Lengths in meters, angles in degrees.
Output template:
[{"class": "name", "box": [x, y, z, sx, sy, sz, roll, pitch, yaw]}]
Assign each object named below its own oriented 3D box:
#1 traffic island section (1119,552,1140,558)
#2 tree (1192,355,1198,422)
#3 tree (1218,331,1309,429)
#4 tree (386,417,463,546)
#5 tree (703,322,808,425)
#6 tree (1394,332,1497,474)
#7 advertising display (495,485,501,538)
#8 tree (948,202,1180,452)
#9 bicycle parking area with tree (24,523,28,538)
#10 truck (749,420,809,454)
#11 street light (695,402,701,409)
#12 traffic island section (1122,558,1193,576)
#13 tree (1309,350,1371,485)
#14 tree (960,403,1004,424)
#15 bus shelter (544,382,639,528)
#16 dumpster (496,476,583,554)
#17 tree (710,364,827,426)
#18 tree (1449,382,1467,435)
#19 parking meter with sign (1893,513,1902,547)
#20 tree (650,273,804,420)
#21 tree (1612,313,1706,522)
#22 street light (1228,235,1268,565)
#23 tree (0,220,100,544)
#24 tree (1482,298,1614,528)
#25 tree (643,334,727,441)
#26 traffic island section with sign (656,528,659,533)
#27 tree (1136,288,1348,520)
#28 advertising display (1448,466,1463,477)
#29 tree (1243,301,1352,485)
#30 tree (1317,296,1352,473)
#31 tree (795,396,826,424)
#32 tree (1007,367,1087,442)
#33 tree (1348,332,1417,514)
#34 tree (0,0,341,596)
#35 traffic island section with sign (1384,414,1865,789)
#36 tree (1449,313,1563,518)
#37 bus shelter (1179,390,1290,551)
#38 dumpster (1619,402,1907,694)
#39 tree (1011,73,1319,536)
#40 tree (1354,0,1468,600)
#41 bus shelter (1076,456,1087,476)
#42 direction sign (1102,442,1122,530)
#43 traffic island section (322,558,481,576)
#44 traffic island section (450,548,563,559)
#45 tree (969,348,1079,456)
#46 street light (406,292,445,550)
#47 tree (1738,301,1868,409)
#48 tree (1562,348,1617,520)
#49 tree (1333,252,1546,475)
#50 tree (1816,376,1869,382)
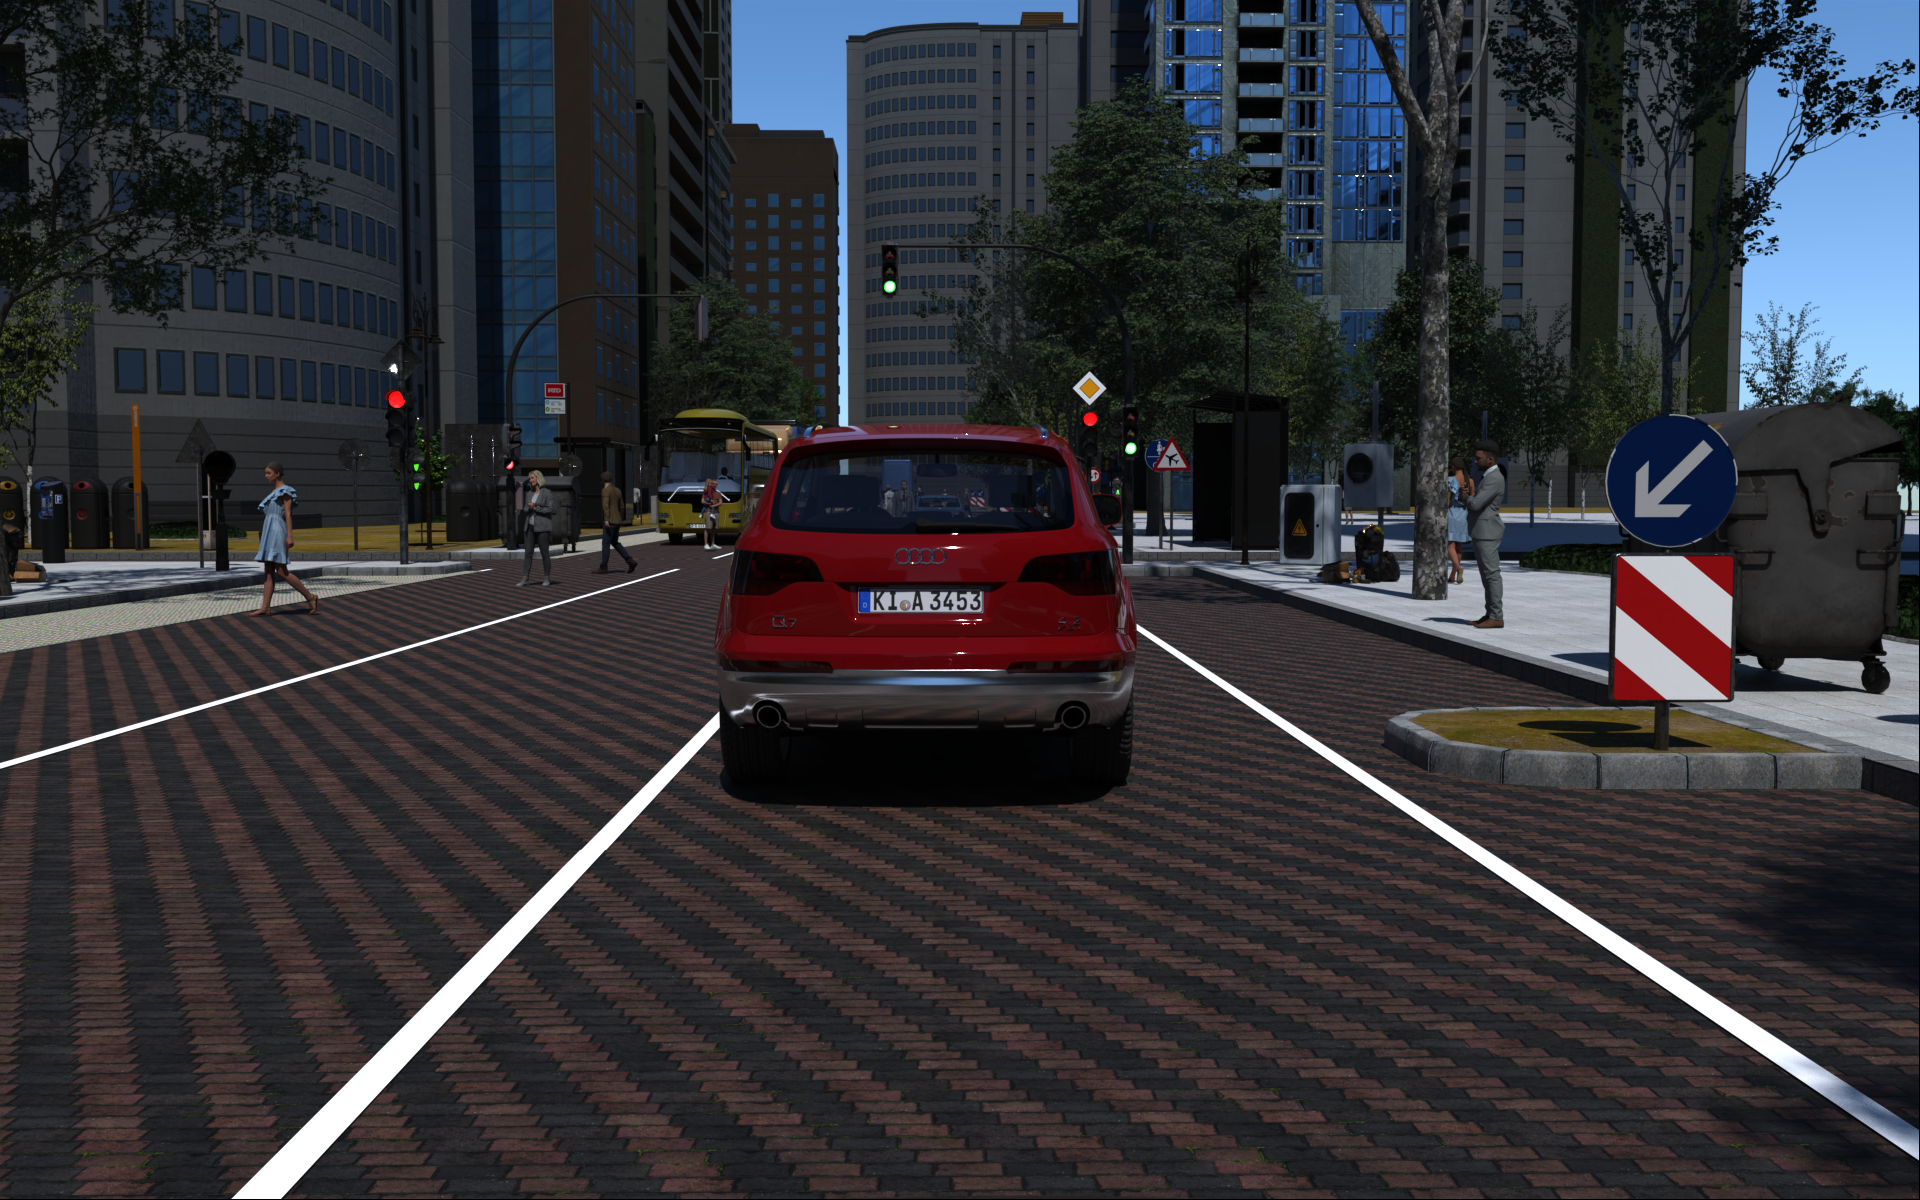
[{"class": "traffic island section", "box": [2.976, -1.069, 39.759, 2.009, 0.180, 2.903, 0, 4, -1]}, {"class": "tree", "box": [17.453, -11.672, 108.959, 7.486, 12.596, 7.792, 0, 3, 0]}, {"class": "tree", "box": [13.147, -7.787, 77.682, 4.360, 8.622, 3.978, 0, 3, 0]}, {"class": "tree", "box": [-13.592, -2.979, 43.316, 1.663, 3.219, 1.824, 0, 3, 0]}, {"class": "tree", "box": [-13.892, -12.030, 114.815, 7.486, 12.596, 7.792, 0, 3, 0]}, {"class": "tree", "box": [28.759, -11.195, 101.163, 7.486, 12.596, 7.792, 0, 3, 0]}, {"class": "advertising display", "box": [-13.504, -2.800, 51.001, 0.974, 1.923, 0.123, -3, 4, -37]}, {"class": "tree", "box": [4.573, -9.937, 72.834, 12.009, 13.543, 11.850, 0, 3, 0]}, {"class": "bicycle parking area with tree", "box": [-31.064, -3.704, 47.566, 8.231, 4.147, 9.016, 1, 4, 18]}, {"class": "truck", "box": [-7.347, -4.809, 67.542, 2.839, 4.237, 11.283, 0, 4, 0]}, {"class": "street light", "box": [-12.898, -6.889, 85.415, 0.468, 5.910, 1.993, 0, 4, -1]}, {"class": "traffic island section", "box": [3.087, -0.581, 31.774, 2.009, 0.180, 2.903, 0, 4, -1]}, {"class": "tree", "box": [19.078, -8.420, 88.034, 4.360, 8.622, 3.978, 0, 3, 0]}, {"class": "tree", "box": [3.279, -15.585, 180.566, 9.928, 11.665, 9.643, 0, 3, 0]}, {"class": "bus shelter", "box": [-13.885, -5.345, 65.029, 2.179, 5.291, 8.768, 0, 4, -1]}, {"class": "dumpster", "box": [-10.151, -2.057, 41.841, 1.865, 1.857, 1.264, 0, 4, 0]}, {"class": "tree", "box": [-14.102, -12.782, 134.743, 9.928, 11.665, 9.643, 0, 3, 0]}, {"class": "tree", "box": [25.806, -8.630, 91.458, 4.737, 8.622, 4.395, 0, 3, 0]}, {"class": "parking meter with sign", "box": [21.499, -2.755, 41.300, 0.543, 3.016, 1.738, -3, 5, -44]}, {"class": "tree", "box": [-13.345, -11.796, 99.524, 9.857, 13.997, 8.962, 0, 3, 0]}, {"class": "tree", "box": [28.348, -7.413, 71.570, 4.737, 8.622, 4.395, 0, 3, 0]}, {"class": "street light", "box": [5.165, -3.574, 31.215, 0.468, 5.910, 1.993, 0, 4, -1]}, {"class": "tree", "box": [-24.260, -5.762, 44.570, 4.737, 8.622, 4.395, 0, 3, 0]}, {"class": "tree", "box": [22.123, -7.072, 65.993, 4.737, 8.622, 4.395, 0, 3, 0]}, {"class": "tree", "box": [-12.955, -7.978, 80.795, 4.360, 8.622, 3.978, 0, 3, 0]}, {"class": "traffic island section with sign", "box": [-10.285, -3.450, 65.041, 1.989, 1.847, 2.006, 0, 4, -1]}, {"class": "tree", "box": [11.864, -9.746, 85.099, 9.928, 11.665, 9.643, 0, 3, 0]}, {"class": "advertising display", "box": [10.928, -2.093, 39.435, 0.974, 1.923, 0.123, 2, 4, 24]}, {"class": "tree", "box": [13.124, -7.095, 66.372, 4.737, 8.622, 4.395, 0, 3, 0]}, {"class": "tree", "box": [16.914, -11.578, 95.951, 9.857, 13.997, 8.962, 0, 3, 0]}, {"class": "tree", "box": [-14.652, -13.561, 156.129, 8.767, 10.594, 7.601, 3, 5, 44]}, {"class": "tree", "box": [4.544, -8.264, 85.475, 4.737, 8.622, 4.395, 0, 3, 0]}, {"class": "tree", "box": [27.427, -11.330, 110.995, 9.928, 11.665, 9.643, 0, 3, 0]}, {"class": "tree", "box": [-12.271, -5.345, 21.810, 8.767, 10.594, 7.601, -2, 4, -33]}, {"class": "traffic island section with sign", "box": [3.404, -0.044, 9.352, 1.989, 1.847, 2.006, 0, 4, -1]}, {"class": "tree", "box": [21.607, -7.375, 70.941, 4.360, 8.622, 3.978, 0, 3, 0]}, {"class": "bus shelter", "box": [6.627, -3.117, 42.245, 1.731, 3.624, 6.357, 0, 4, -1]}, {"class": "dumpster", "box": [5.417, -0.371, 11.818, 1.264, 1.857, 1.865, 0, 4, -1]}, {"class": "tree", "box": [6.056, -8.952, 53.019, 9.857, 13.997, 8.962, 0, 3, 0]}, {"class": "tree", "box": [4.340, -10.100, 21.030, 12.611, 20.169, 13.585, 0, 3, 0]}, {"class": "bus shelter", "box": [5.735, -6.051, 92.859, 2.014, 3.302, 5.546, 0, 4, -1]}, {"class": "direction sign", "box": [5.459, -4.302, 62.339, 0.876, 3.537, 0.379, 3, 5, 42]}, {"class": "traffic island section", "box": [-10.153, -0.570, 31.596, 2.009, 0.180, 2.903, 0, 4, -1]}, {"class": "traffic island section", "box": [-10.264, -1.058, 39.580, 2.009, 0.180, 2.903, 0, 4, -1]}, {"class": "tree", "box": [4.575, -13.074, 130.772, 9.611, 12.733, 9.660, 0, 3, 0]}, {"class": "street light", "box": [-12.244, -4.099, 39.804, 0.468, 5.910, 1.993, 0, 4, -1]}, {"class": "tree", "box": [31.706, -7.064, 65.857, 4.360, 8.622, 3.978, 0, 3, 0]}, {"class": "tree", "box": [31.009, -8.311, 86.245, 4.360, 8.622, 3.978, 0, 3, 0]}, {"class": "tree", "box": [22.130, -9.961, 79.873, 9.611, 12.733, 9.660, 0, 3, 0]}, {"class": "tree", "box": [45.188, -7.291, 82.119, 20.602, 7.101, 11.467, 1, 4, 22]}]
